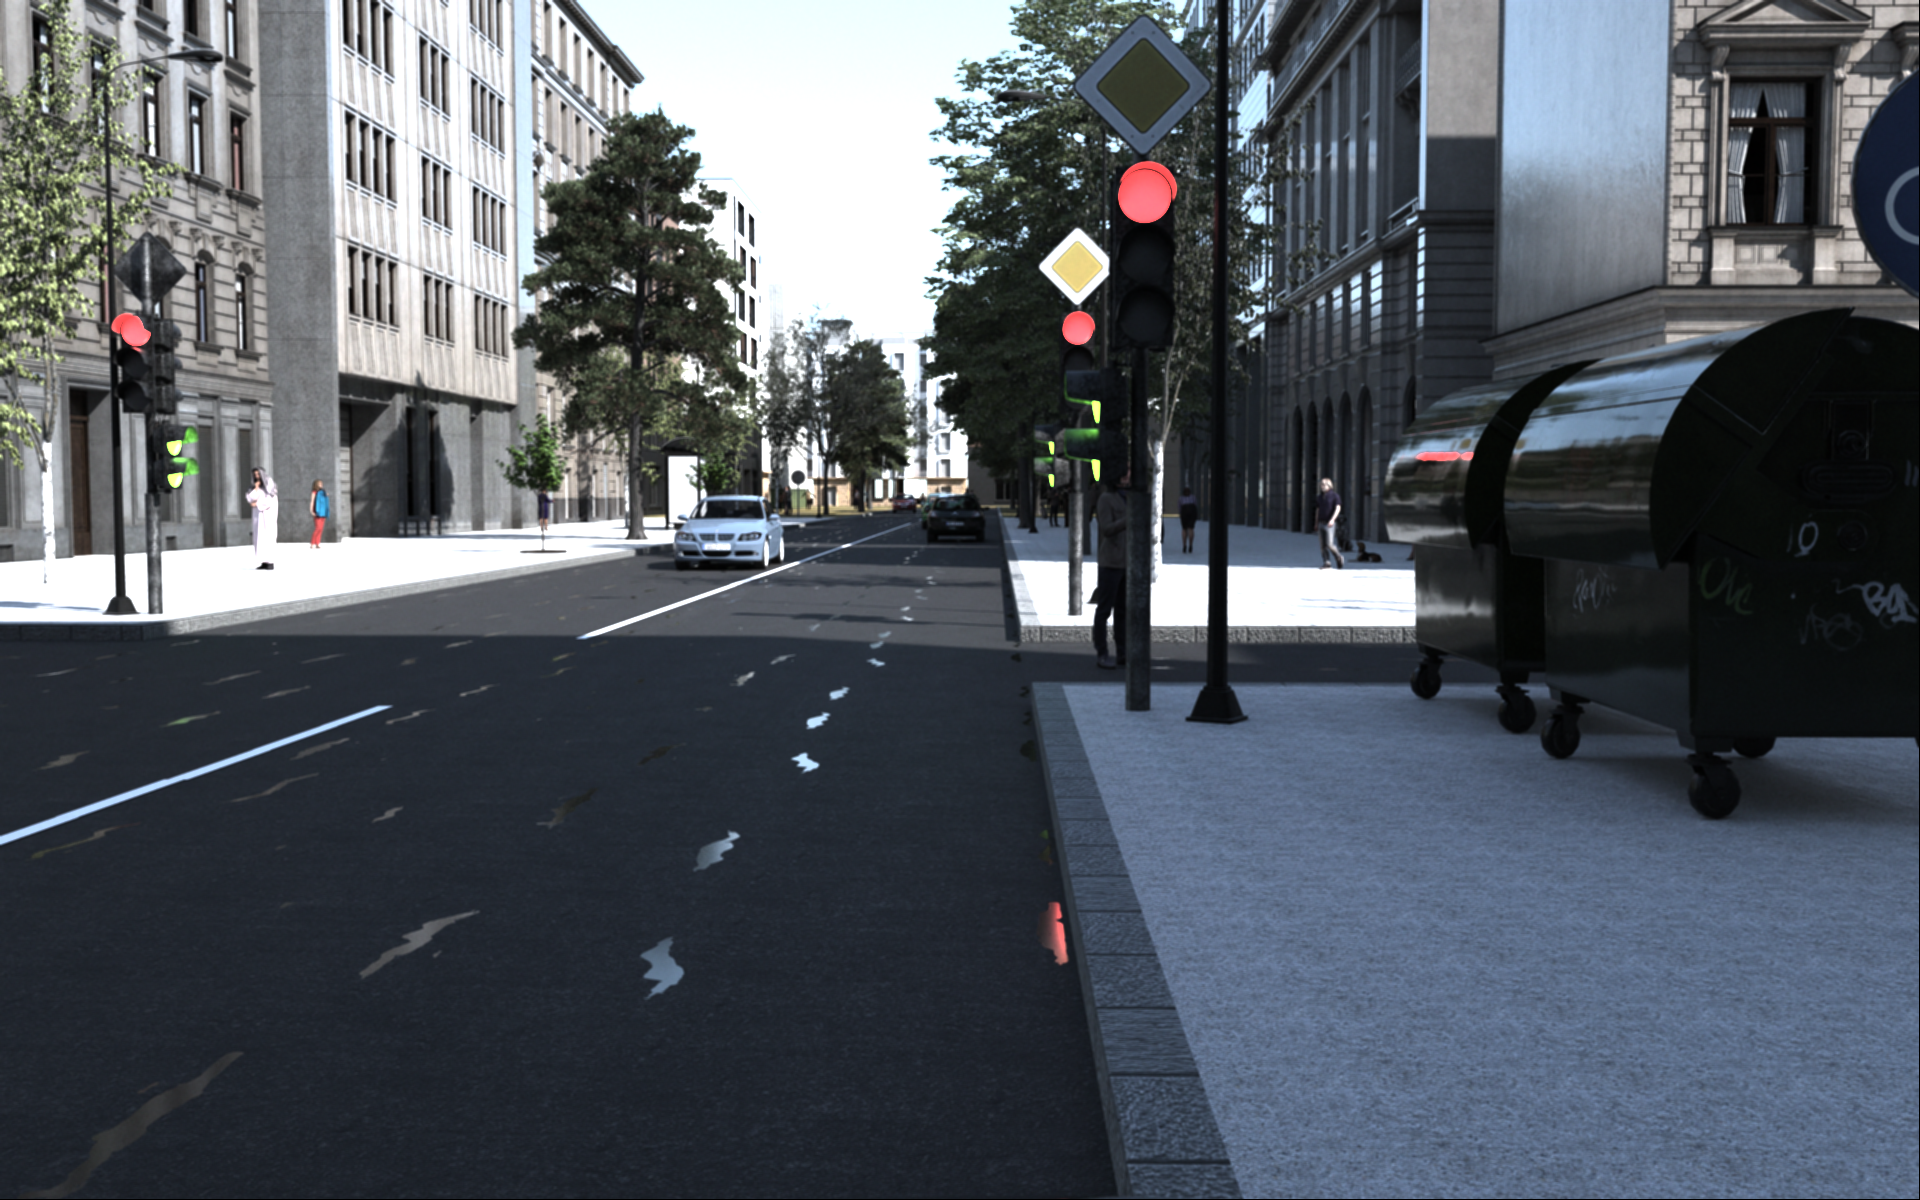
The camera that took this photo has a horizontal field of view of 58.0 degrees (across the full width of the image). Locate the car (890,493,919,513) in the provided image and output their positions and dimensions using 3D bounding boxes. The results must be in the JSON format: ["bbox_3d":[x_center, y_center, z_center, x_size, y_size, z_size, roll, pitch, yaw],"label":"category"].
[{"bbox_3d":[-4.250,-7.579,132.957,2.155,1.783,4.494,0,4,-1],"label":"car"}]

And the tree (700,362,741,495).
[{"bbox_3d":[-12.153,-7.621,74.967,4.737,8.622,4.395,0,3,0],"label":"tree"}]

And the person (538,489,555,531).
[{"bbox_3d":[-14.283,-3.136,59.689,0.453,1.535,0.546,1,4,9],"label":"person"}]

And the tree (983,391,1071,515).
[{"bbox_3d":[4.768,-11.273,106.371,6.751,12.117,7.091,0,3,0],"label":"tree"}]

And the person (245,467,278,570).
[{"bbox_3d":[-11.821,-1.384,29.337,0.551,1.740,0.621,0,4,-7],"label":"person"}]

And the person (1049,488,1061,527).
[{"bbox_3d":[3.831,-3.766,68.155,0.617,1.759,0.750,-3,4,-36],"label":"person"}]

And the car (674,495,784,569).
[{"bbox_3d":[-4.529,-1.372,34.441,2.014,1.417,4.499,0,4,0],"label":"car"}]

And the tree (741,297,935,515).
[{"bbox_3d":[-8.359,-12.070,107.710,12.009,13.543,11.850,0,3,0],"label":"tree"}]

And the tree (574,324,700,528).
[{"bbox_3d":[-12.777,-7.072,65.988,4.737,8.622,4.395,0,3,0],"label":"tree"}]

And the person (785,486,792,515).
[{"bbox_3d":[-10.425,-5.979,104.331,0.750,1.759,0.617,3,5,41],"label":"person"}]

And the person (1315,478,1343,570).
[{"bbox_3d":[6.289,-1.287,29.293,0.471,1.553,0.569,0,4,-3],"label":"person"}]

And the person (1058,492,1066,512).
[{"bbox_3d":[7.288,-7.245,124.600,1.348,1.812,0.705,-2,4,-34],"label":"person"}]

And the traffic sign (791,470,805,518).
[{"bbox_3d":[-8.677,-5.675,92.896,0.768,2.556,0.104,0,4,2],"label":"traffic sign"}]

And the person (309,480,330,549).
[{"bbox_3d":[-14.921,-1.993,40.335,0.444,1.614,0.593,3,4,38],"label":"person"}]

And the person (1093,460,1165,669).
[{"bbox_3d":[1.414,-0.318,14.234,0.617,1.759,0.750,-3,4,-39],"label":"person"}]

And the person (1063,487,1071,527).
[{"bbox_3d":[4.241,-3.592,67.048,0.482,1.546,0.388,0,4,-1],"label":"person"}]

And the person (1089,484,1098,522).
[{"bbox_3d":[6.078,-4.390,78.368,0.990,1.755,0.434,2,4,26],"label":"person"}]

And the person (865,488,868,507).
[{"bbox_3d":[-9.043,-9.980,169.194,1.348,1.826,0.705,2,4,35],"label":"person"}]

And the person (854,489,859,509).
[{"bbox_3d":[-8.617,-8.392,144.186,0.436,1.711,0.756,-2,4,-28],"label":"person"}]

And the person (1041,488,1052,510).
[{"bbox_3d":[7.187,-8.118,138.781,1.348,1.823,0.705,1,4,10],"label":"person"}]

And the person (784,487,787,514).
[{"bbox_3d":[-10.983,-6.338,110.227,0.434,1.755,0.990,0,4,-2],"label":"person"}]

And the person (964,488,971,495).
[{"bbox_3d":[0.470,-6.290,111.423,1.350,1.814,0.705,-2,4,-29],"label":"person"}]

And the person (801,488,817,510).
[{"bbox_3d":[-12.308,-8.233,140.747,1.348,1.812,0.705,-2,4,-29],"label":"person"}]

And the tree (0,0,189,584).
[{"bbox_3d":[-13.252,-4.531,24.438,4.737,8.622,4.395,0,3,0],"label":"tree"}]

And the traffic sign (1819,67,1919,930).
[{"bbox_3d":[2.936,-0.299,4.988,0.768,2.556,0.104,1,4,11],"label":"traffic sign"}]

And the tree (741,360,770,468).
[{"bbox_3d":[-12.000,-8.613,91.183,4.737,8.622,4.395,0,3,0],"label":"tree"}]

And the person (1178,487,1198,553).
[{"bbox_3d":[4.976,-1.750,37.890,0.421,1.427,0.697,0,4,2],"label":"person"}]

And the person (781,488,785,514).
[{"bbox_3d":[-11.346,-6.361,111.513,0.415,1.643,0.593,-2,4,-26],"label":"person"}]

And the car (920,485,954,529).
[{"bbox_3d":[-0.690,-3.889,72.383,1.959,1.807,4.718,0,4,-1],"label":"car"}]

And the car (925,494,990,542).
[{"bbox_3d":[-0.102,-2.643,53.005,2.009,1.686,4.222,0,4,1],"label":"car"}]

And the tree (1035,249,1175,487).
[{"bbox_3d":[4.021,-5.949,47.635,4.737,8.622,4.395,0,3,0],"label":"tree"}]

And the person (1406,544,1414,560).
[{"bbox_3d":[8.681,-1.485,33.506,0.628,1.438,0.799,1,4,20],"label":"person"}]

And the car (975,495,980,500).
[{"bbox_3d":[0.602,-7.928,138.421,1.959,1.807,4.718,0,4,1],"label":"car"}]

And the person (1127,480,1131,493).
[{"bbox_3d":[5.816,-3.150,58.090,0.990,1.755,0.434,-2,4,-32],"label":"person"}]

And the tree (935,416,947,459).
[{"bbox_3d":[-6.250,-15.647,166.195,12.009,13.543,11.850,0,3,0],"label":"tree"}]
